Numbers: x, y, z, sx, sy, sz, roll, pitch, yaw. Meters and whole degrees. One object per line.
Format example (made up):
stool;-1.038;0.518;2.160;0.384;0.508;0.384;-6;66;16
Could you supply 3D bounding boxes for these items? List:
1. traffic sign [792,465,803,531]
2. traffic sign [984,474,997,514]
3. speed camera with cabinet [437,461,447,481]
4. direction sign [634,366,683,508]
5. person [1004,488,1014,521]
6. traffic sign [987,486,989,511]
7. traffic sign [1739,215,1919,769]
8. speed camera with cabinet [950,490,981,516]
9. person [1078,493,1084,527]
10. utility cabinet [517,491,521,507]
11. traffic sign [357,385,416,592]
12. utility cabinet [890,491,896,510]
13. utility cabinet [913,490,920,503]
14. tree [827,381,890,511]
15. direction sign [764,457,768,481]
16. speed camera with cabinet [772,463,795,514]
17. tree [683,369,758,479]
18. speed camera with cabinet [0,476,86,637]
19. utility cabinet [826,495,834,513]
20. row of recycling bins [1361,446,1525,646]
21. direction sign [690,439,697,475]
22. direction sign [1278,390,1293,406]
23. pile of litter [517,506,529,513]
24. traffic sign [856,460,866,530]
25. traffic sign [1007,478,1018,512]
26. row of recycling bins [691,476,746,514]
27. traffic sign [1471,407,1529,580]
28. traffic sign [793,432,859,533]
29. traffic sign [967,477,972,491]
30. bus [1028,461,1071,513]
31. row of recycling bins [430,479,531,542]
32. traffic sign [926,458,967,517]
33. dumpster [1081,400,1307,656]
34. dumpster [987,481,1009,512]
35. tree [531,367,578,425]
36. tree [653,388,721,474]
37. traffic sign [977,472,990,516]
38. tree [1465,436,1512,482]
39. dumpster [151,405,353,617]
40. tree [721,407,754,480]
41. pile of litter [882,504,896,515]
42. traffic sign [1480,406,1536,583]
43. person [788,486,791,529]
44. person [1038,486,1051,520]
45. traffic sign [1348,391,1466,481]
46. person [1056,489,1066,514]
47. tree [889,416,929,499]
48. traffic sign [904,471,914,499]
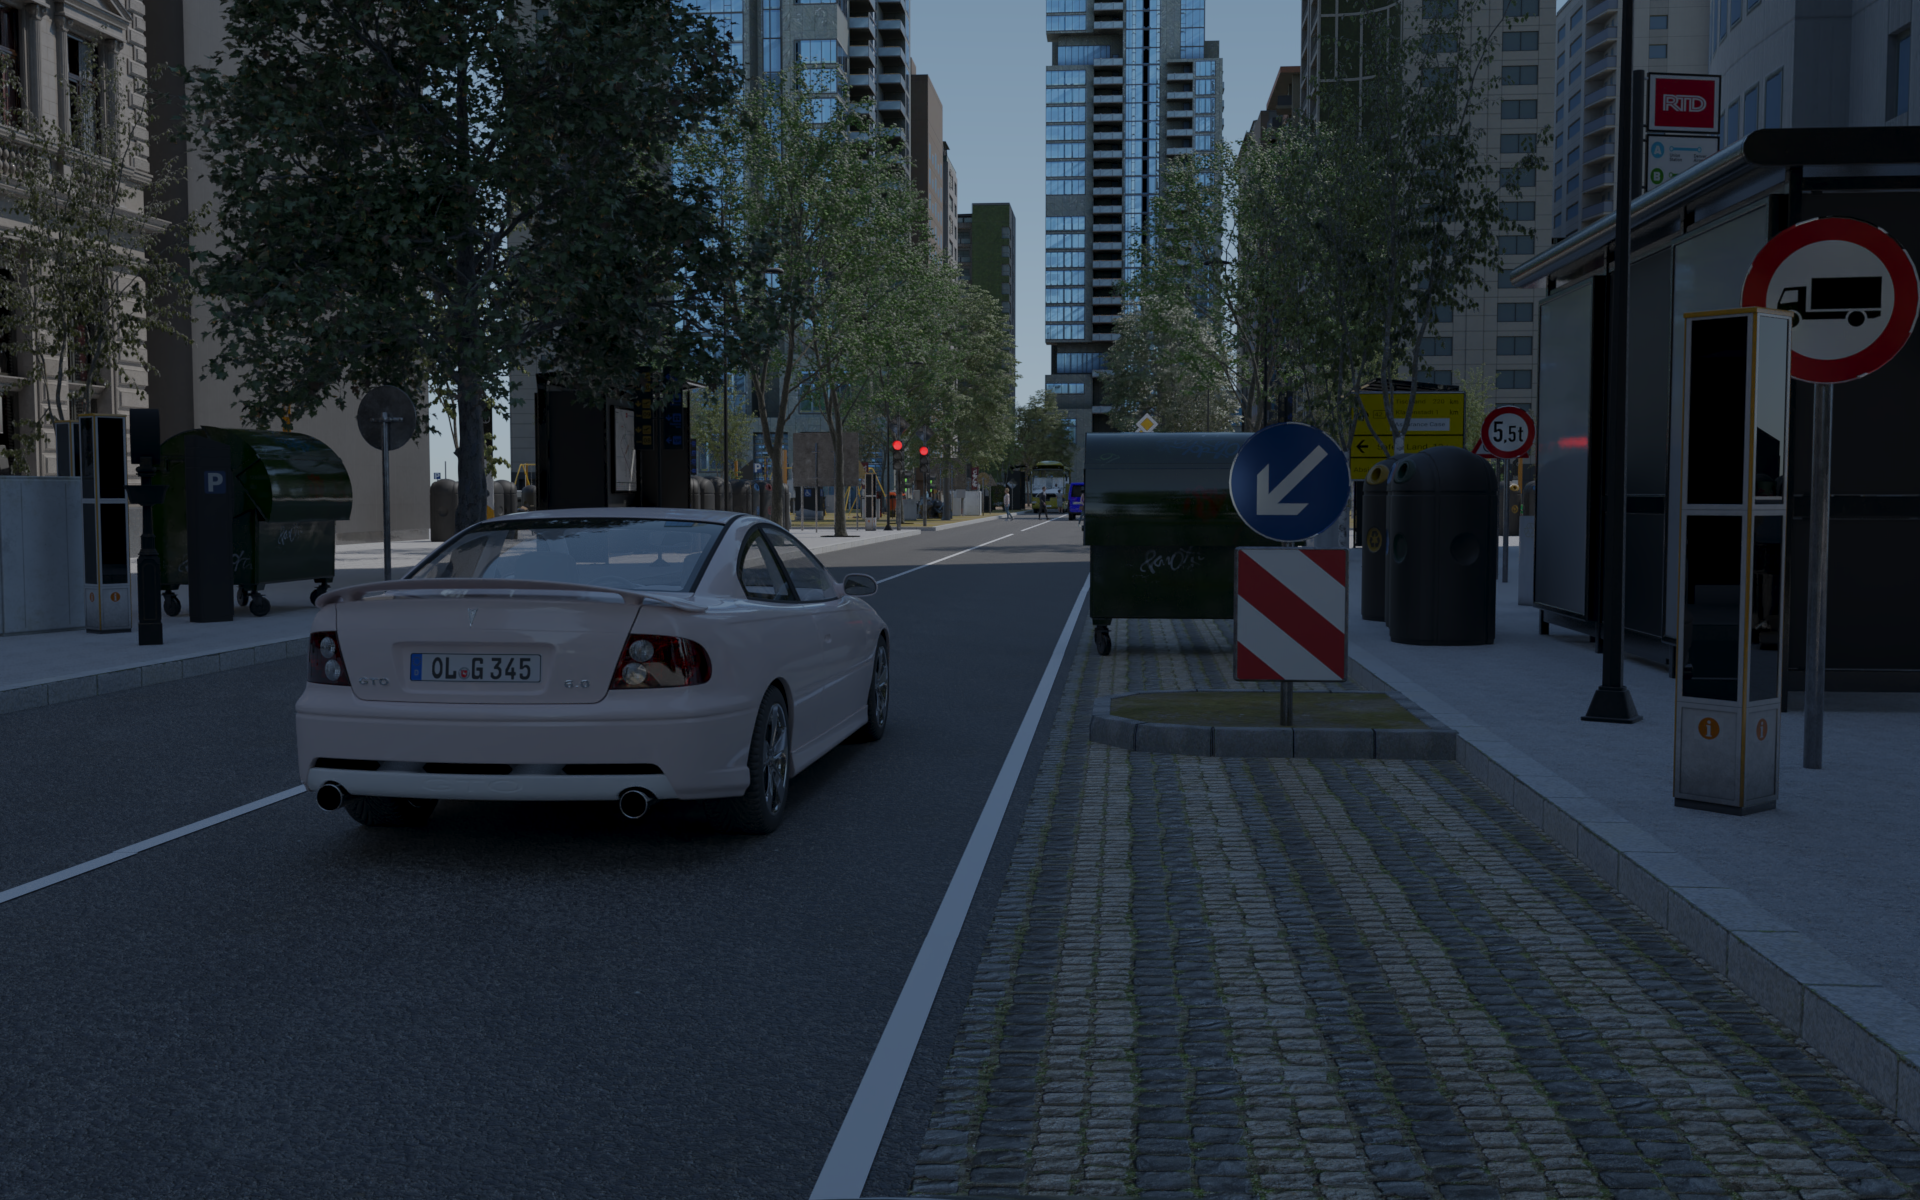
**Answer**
traffic sign;-5.531;-3.705;60.677;0.768;2.556;0.104;1;4;15
traffic sign;1.916;-6.714;109.785;0.884;2.594;0.081;0;4;7
speed camera with cabinet;-30.595;-6.758;104.822;0.660;3.252;2.038;3;5;43
direction sign;-5.332;-2.366;30.673;0.876;3.537;0.379;0;4;3
person;2.593;-5.059;91.886;0.598;1.740;0.731;-1;4;-17
traffic sign;2.153;-7.942;129.852;0.884;2.594;0.081;1;4;10
traffic sign;3.994;-0.485;8.037;0.768;2.556;0.104;1;4;12
speed camera with cabinet;0.222;-6.616;102.504;2.038;3.252;0.660;1;4;9
person;5.416;-4.049;75.299;0.593;1.750;0.643;-2;4;-26
utility cabinet;-28.983;-6.384;113.054;1.173;1.500;0.318;2;4;29
traffic sign;-6.731;-1.236;20.316;0.768;2.556;0.104;1;4;13
utility cabinet;-4.340;-6.489;114.771;0.318;1.500;1.173;-2;4;-25
utility cabinet;-2.449;-5.394;96.864;0.318;1.500;1.173;0;4;-7
tree;-6.274;-9.836;111.186;4.360;8.622;3.978;0;3;0
direction sign;-11.846;-6.959;105.774;0.379;3.537;0.876;1;4;8
speed camera with cabinet;-11.000;-7.038;109.406;0.660;3.252;2.038;3;5;42
tree;-12.754;-8.672;92.145;4.737;8.622;4.395;0;3;0
speed camera with cabinet;-8.874;-1.294;15.493;0.660;3.252;2.038;1;4;22
utility cabinet;-8.665;-6.529;117.909;1.020;1.237;0.306;2;4;35
row of recycling bins;4.401;-0.560;16.273;1.069;1.692;3.534;1;4;8
direction sign;-11.179;-4.808;70.608;0.876;3.537;0.379;-1;4;-11
direction sign;7.102;-2.807;37.886;0.379;3.537;0.876;2;4;30
pile of litter;-15.437;-2.904;61.437;1.719;0.858;1.176;-1;4;-13
traffic sign;-3.623;-3.736;61.080;0.884;2.594;0.081;0;4;6
traffic sign;3.791;-7.589;125.270;0.795;2.450;0.064;1;4;11
row of recycling bins;-5.919;-1.978;39.450;1.069;1.692;3.534;0;4;7
traffic sign;8.049;-1.586;25.939;0.884;2.594;0.081;0;4;8
traffic sign;-4.456;-3.886;57.410;2.265;3.308;0.079;1;4;13
traffic sign;0.638;-8.121;132.885;0.768;2.556;0.104;1;4;11
bus;6.986;-8.613;132.365;2.896;3.916;12.252;0;4;6
row of recycling bins;-13.364;-2.494;47.897;1.069;1.692;3.534;1;4;18
traffic sign;-0.765;-6.273;96.441;2.265;3.308;0.079;0;4;8
dumpster;2.087;-0.653;15.634;1.985;2.255;1.502;0;4;5
dumpster;2.774;-7.627;127.194;1.502;2.255;1.985;0;4;5
tree;-21.042;-8.837;94.842;4.360;8.622;3.978;0;3;0
tree;-17.202;-9.582;107.033;4.360;8.622;3.978;0;3;0
traffic sign;1.354;-6.186;101.250;0.768;2.556;0.104;1;4;10
tree;16.522;-3.719;55.415;1.663;3.219;1.824;0;3;0
dumpster;-7.737;-0.999;18.829;1.502;2.255;1.985;0;4;5
tree;-18.333;-11.517;138.670;4.360;8.622;3.978;0;3;0
pile of litter;-4.343;-5.733;107.701;1.719;0.858;1.176;1;4;15
traffic sign;7.907;-1.526;25.048;0.768;2.556;0.104;1;4;12
person;-6.603;-3.457;65.205;0.511;1.800;0.466;3;4;36
person;4.636;-5.321;95.269;0.755;1.850;0.659;3;4;37
traffic sign;8.844;-2.475;34.345;2.265;3.308;0.079;0;4;6
person;7.298;-7.103;124.990;0.716;1.782;0.532;0;4;8
tree;-3.959;-11.622;140.388;4.737;8.622;4.395;0;3;0
traffic sign;-2.852;-5.726;93.733;0.768;2.556;0.104;1;4;11
